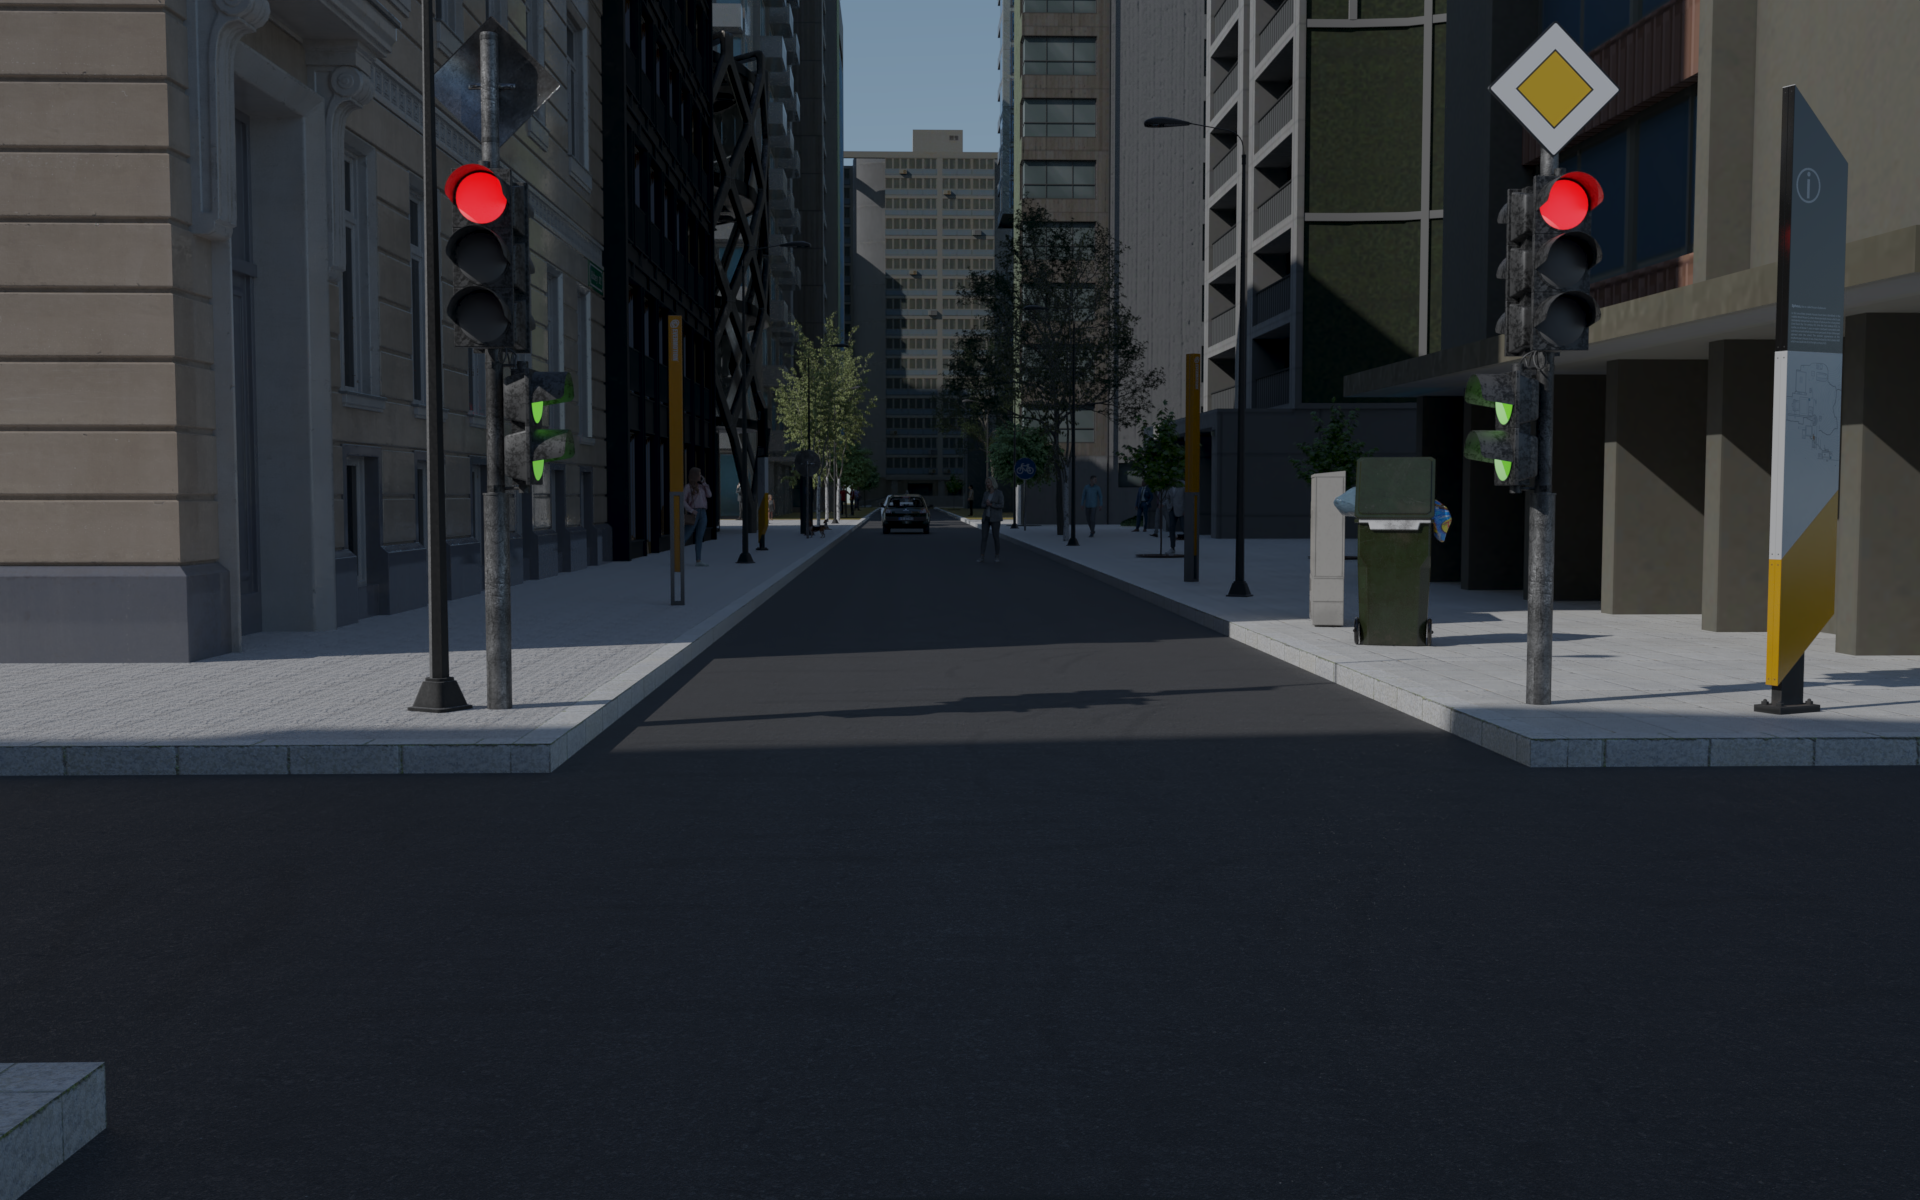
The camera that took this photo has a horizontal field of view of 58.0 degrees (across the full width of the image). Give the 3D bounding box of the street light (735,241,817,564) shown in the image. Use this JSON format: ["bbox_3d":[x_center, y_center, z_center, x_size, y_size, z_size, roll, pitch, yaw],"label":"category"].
[{"bbox_3d":[-3.437,-3.633,31.945,1.470,5.913,1.316,0,4,-2],"label":"street light"}]

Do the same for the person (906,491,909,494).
[{"bbox_3d":[-4.518,-8.402,146.607,1.217,1.736,0.721,-1,4,-20],"label":"person"}]

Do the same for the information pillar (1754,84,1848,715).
[{"bbox_3d":[4.947,-1.148,10.131,0.504,3.616,0.183,-2,4,-26],"label":"information pillar"}]

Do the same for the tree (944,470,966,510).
[{"bbox_3d":[-0.587,-8.821,138.821,1.663,3.219,1.824,0,3,0],"label":"tree"}]

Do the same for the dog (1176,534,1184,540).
[{"bbox_3d":[6.173,-1.849,47.965,0.550,0.427,0.748,-1,4,-23],"label":"dog"}]

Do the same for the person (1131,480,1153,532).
[{"bbox_3d":[6.226,-3.222,58.897,0.721,1.800,0.419,2,4,31],"label":"person"}]

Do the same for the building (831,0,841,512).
[{"bbox_3d":[-15.714,-26.830,122.267,14.154,41.232,14.086,0,4,-2],"label":"building"}]

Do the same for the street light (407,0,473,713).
[{"bbox_3d":[-2.554,-2.300,10.144,1.470,5.913,1.316,0,4,-2],"label":"street light"}]

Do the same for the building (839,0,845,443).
[{"bbox_3d":[-17.396,-30.603,150.463,14.200,45.320,14.600,0,4,-2],"label":"building"}]

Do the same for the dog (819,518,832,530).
[{"bbox_3d":[-4.857,-2.728,62.342,0.550,0.427,0.748,0,4,-1],"label":"dog"}]

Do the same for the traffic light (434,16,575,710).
[{"bbox_3d":[-2.737,-1.304,10.247,0.839,4.253,0.868,0,4,-2],"label":"traffic light"}]

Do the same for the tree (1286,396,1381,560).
[{"bbox_3d":[7.387,-2.421,34.186,1.663,3.219,1.824,0,3,0],"label":"tree"}]

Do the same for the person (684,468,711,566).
[{"bbox_3d":[-4.780,-1.475,30.755,0.643,1.750,0.593,3,4,35],"label":"person"}]

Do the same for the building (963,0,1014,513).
[{"bbox_3d":[11.973,-50.771,142.777,22.319,86.520,31.000,0,4,-2],"label":"building"}]

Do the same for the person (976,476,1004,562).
[{"bbox_3d":[0.660,-1.697,36.426,0.537,1.800,0.526,3,4,38],"label":"person"}]

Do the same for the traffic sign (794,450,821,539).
[{"bbox_3d":[-4.398,-3.048,49.946,0.768,2.556,0.104,0,4,5],"label":"traffic sign"}]

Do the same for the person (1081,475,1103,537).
[{"bbox_3d":[3.964,-2.790,51.523,0.638,1.841,0.748,2,4,29],"label":"person"}]

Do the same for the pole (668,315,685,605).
[{"bbox_3d":[-3.261,-1.595,19.923,0.158,3.312,0.155,0,3,0],"label":"pole"}]

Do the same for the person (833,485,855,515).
[{"bbox_3d":[-7.072,-6.083,105.438,1.348,1.831,0.705,0,4,2],"label":"person"}]

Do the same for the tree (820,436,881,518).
[{"bbox_3d":[-6.057,-6.718,93.548,4.285,4.588,4.351,0,3,0],"label":"tree"}]

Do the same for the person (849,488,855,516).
[{"bbox_3d":[-6.469,-5.943,103.176,0.705,1.831,1.348,0,4,-5],"label":"person"}]

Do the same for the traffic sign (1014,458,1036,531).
[{"bbox_3d":[2.278,-3.702,60.639,0.768,2.556,0.104,0,4,2],"label":"traffic sign"}]

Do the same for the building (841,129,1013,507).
[{"bbox_3d":[-2.454,-30.298,187.254,23.993,40.220,32.217,0,4,-2],"label":"building"}]

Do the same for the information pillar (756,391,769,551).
[{"bbox_3d":[-4.477,-2.933,39.302,0.183,3.616,0.504,-2,4,-26],"label":"information pillar"}]

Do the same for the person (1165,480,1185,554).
[{"bbox_3d":[4.740,-1.927,37.389,0.661,1.843,0.795,3,5,43],"label":"person"}]

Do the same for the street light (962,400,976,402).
[{"bbox_3d":[0.822,-6.901,85.366,1.470,5.913,1.316,0,4,-2],"label":"street light"}]

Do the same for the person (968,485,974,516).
[{"bbox_3d":[0.613,-5.810,101.052,0.705,1.823,1.348,0,4,5],"label":"person"}]

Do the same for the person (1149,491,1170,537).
[{"bbox_3d":[6.012,-2.748,51.251,0.850,1.792,0.678,-2,4,-31],"label":"person"}]

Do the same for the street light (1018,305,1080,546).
[{"bbox_3d":[2.268,-4.297,42.798,1.470,5.913,1.316,0,4,-2],"label":"street light"}]

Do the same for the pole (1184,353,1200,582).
[{"bbox_3d":[3.385,-1.920,25.239,0.158,3.312,0.155,0,3,0],"label":"pole"}]

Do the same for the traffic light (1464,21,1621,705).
[{"bbox_3d":[3.520,-1.319,10.480,0.839,4.253,0.868,0,4,-2],"label":"traffic light"}]

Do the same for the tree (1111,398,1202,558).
[{"bbox_3d":[4.163,-2.468,34.958,1.663,3.219,1.824,0,3,0],"label":"tree"}]

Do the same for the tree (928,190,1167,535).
[{"bbox_3d":[2.832,-7.308,53.905,7.601,10.594,8.767,0,4,2],"label":"tree"}]

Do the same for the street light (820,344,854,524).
[{"bbox_3d":[-4.123,-4.955,53.556,1.470,5.913,1.316,0,4,-2],"label":"street light"}]

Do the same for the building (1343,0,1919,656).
[{"bbox_3d":[20.170,-22.413,21.075,28.867,44.769,22.147,0,4,-2],"label":"building"}]

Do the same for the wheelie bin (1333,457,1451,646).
[{"bbox_3d":[3.693,-0.423,14.831,0.980,1.594,0.693,1,4,16],"label":"wheelie bin"}]

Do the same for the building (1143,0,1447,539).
[{"bbox_3d":[17.379,-37.561,52.370,20.563,71.187,20.611,0,4,-2],"label":"building"}]

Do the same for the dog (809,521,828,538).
[{"bbox_3d":[-4.209,-2.082,50.869,0.540,0.507,0.406,-2,4,-35],"label":"dog"}]

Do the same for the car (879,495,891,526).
[{"bbox_3d":[-2.696,-4.101,79.049,2.014,1.417,4.499,0,4,-2],"label":"car"}]

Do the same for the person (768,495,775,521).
[{"bbox_3d":[-9.144,-4.474,83.863,0.362,1.253,0.373,-2,4,-26],"label":"person"}]

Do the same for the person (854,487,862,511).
[{"bbox_3d":[-7.760,-7.730,132.298,0.599,1.838,0.709,3,4,38],"label":"person"}]

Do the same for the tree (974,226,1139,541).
[{"bbox_3d":[2.657,-5.912,47.031,4.360,8.622,3.978,0,3,0],"label":"tree"}]

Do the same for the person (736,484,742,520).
[{"bbox_3d":[-10.693,-4.827,84.328,0.474,1.900,0.648,-1,4,-11],"label":"person"}]

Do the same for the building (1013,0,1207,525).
[{"bbox_3d":[9.321,-18.778,78.723,14.160,30.474,14.107,0,4,-2],"label":"building"}]

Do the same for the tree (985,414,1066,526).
[{"bbox_3d":[2.572,-5.240,69.383,4.285,4.588,4.351,0,3,0],"label":"tree"}]

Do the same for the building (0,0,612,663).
[{"bbox_3d":[-12.407,-14.426,21.763,13.634,28.700,20.117,0,4,-2],"label":"building"}]

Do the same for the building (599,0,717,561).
[{"bbox_3d":[-12.708,-12.860,39.932,12.332,23.373,15.834,0,4,-2],"label":"building"}]

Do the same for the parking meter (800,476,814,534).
[{"bbox_3d":[-4.913,-3.051,55.598,0.399,1.863,0.255,-2,4,-28],"label":"parking meter"}]

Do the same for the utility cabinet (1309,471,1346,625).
[{"bbox_3d":[3.630,-0.521,17.194,0.318,1.500,1.173,1,4,10],"label":"utility cabinet"}]

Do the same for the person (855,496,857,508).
[{"bbox_3d":[-9.138,-9.023,154.119,0.434,1.755,0.990,0,4,3],"label":"person"}]

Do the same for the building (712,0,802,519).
[{"bbox_3d":[-20.794,-29.352,99.511,23.786,49.044,30.456,0,4,-2],"label":"building"}]

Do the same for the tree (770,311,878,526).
[{"bbox_3d":[-5.763,-7.352,70.567,4.737,8.622,4.395,0,3,0],"label":"tree"}]

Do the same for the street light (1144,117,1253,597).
[{"bbox_3d":[2.963,-2.995,21.513,1.470,5.913,1.316,0,4,-2],"label":"street light"}]

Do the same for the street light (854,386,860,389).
[{"bbox_3d":[-4.865,-6.257,74.839,1.470,5.913,1.316,0,4,-2],"label":"street light"}]

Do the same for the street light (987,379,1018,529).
[{"bbox_3d":[1.484,-5.599,64.080,1.470,5.913,1.316,0,4,-2],"label":"street light"}]

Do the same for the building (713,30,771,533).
[{"bbox_3d":[-14.831,-11.598,57.074,16.820,18.784,16.811,0,4,-2],"label":"building"}]

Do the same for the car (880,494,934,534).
[{"bbox_3d":[-1.961,-3.289,63.554,2.009,1.686,4.222,0,4,-1],"label":"car"}]
